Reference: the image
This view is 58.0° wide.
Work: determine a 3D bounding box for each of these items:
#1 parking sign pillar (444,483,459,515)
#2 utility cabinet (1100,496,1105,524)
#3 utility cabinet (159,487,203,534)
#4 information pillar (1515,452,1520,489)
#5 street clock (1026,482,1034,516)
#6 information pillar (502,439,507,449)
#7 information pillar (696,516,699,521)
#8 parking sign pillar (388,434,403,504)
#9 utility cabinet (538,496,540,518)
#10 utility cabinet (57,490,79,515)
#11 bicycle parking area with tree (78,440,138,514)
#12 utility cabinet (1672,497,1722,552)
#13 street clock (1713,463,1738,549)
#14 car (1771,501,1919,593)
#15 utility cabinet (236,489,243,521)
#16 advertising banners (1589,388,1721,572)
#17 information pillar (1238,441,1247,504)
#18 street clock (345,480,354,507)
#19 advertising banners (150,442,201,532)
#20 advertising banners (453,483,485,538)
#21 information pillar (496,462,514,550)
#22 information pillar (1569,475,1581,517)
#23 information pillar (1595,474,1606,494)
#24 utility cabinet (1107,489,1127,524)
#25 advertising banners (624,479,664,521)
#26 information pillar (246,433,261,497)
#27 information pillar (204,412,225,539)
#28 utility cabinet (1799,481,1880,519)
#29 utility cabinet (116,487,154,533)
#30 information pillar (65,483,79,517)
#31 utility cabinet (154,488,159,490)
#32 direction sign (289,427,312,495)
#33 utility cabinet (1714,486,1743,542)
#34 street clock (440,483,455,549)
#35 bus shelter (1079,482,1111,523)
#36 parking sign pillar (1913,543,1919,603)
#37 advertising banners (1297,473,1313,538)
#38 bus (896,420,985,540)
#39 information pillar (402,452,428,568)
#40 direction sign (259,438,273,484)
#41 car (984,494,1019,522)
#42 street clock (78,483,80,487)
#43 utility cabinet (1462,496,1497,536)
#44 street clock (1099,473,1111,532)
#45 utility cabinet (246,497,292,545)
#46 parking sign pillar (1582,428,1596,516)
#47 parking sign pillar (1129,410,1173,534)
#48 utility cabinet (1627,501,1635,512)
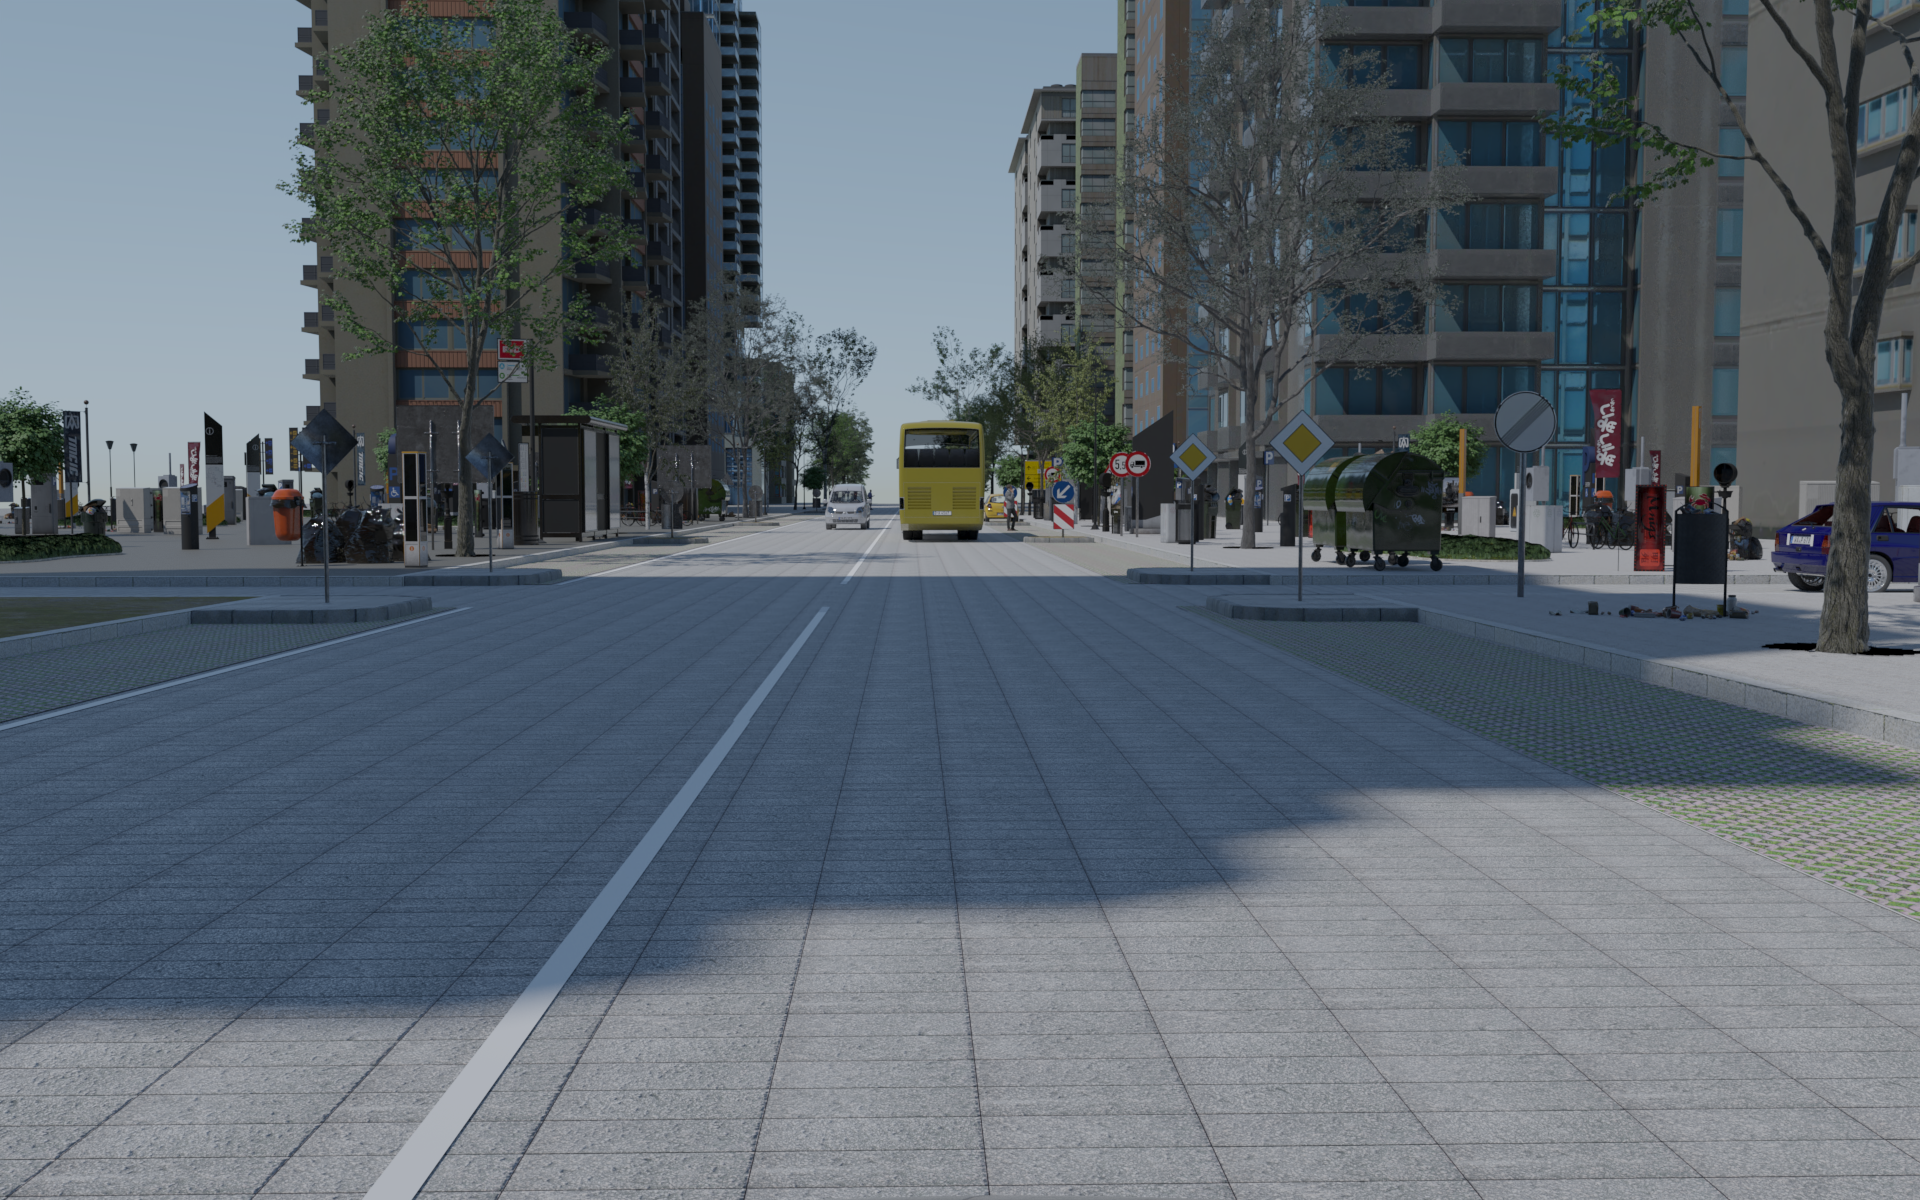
[{"bbox_3d":[-23.053,-5.538,79.017,1.447,3.967,1.447,1,4,10],"label":"parking sign pillar"},{"bbox_3d":[6.153,-3.931,75.429,0.306,1.237,1.020,0,4,5],"label":"utility cabinet"},{"bbox_3d":[-24.419,-2.796,54.392,1.173,1.500,0.318,1,4,11],"label":"utility cabinet"},{"bbox_3d":[22.126,-4.712,68.398,0.504,3.616,0.183,-2,4,-27],"label":"information pillar"},{"bbox_3d":[4.157,-6.036,103.254,0.471,2.002,0.358,0,4,7],"label":"street clock"},{"bbox_3d":[-19.395,-5.042,73.785,0.183,3.616,0.504,-2,4,-32],"label":"information pillar"},{"bbox_3d":[-12.529,-5.592,82.782,0.183,3.616,0.504,0,4,-7],"label":"information pillar"},{"bbox_3d":[-17.730,-4.077,55.130,1.447,3.967,1.447,0,4,7],"label":"parking sign pillar"},{"bbox_3d":[-18.280,-3.891,74.783,1.020,1.237,0.306,-2,4,-29],"label":"utility cabinet"},{"bbox_3d":[-44.497,-4.734,86.077,0.318,1.500,1.173,3,5,43],"label":"utility cabinet"},{"bbox_3d":[-46.211,-6.624,95.301,9.016,4.147,8.231,0,4,1],"label":"bicycle parking area with tree"},{"bbox_3d":[16.127,-1.638,37.937,0.306,1.237,1.020,-2,4,-32],"label":"utility cabinet"},{"bbox_3d":[17.791,-2.185,40.294,0.358,2.002,0.471,-3,5,-44],"label":"street clock"},{"bbox_3d":[13.963,-0.762,25.034,3.894,1.354,1.945,0,4,-3],"label":"car"},{"bbox_3d":[-33.664,-4.346,79.734,1.173,1.500,0.318,-1,4,-20],"label":"utility cabinet"},{"bbox_3d":[11.442,-1.982,28.586,2.074,3.025,0.090,1,4,12],"label":"advertising banners"},{"bbox_3d":[12.096,-5.046,73.863,0.183,3.616,0.504,-3,5,-43],"label":"information pillar"},{"bbox_3d":[-30.864,-5.083,87.679,0.358,2.002,0.471,2,4,32],"label":"street clock"},{"bbox_3d":[-26.278,-3.784,58.054,2.074,3.025,0.090,1,4,17],"label":"advertising banners"},{"bbox_3d":[-14.667,-3.383,51.494,0.090,3.025,2.074,-3,5,-42],"label":"advertising banners"},{"bbox_3d":[-10.562,-2.183,40.190,0.304,2.012,0.304,-3,5,-39],"label":"information pillar"},{"bbox_3d":[23.862,-3.836,67.214,0.304,2.012,0.304,3,5,41],"label":"information pillar"},{"bbox_3d":[21.995,-3.365,59.517,0.304,2.012,0.304,2,4,28],"label":"information pillar"},{"bbox_3d":[6.665,-3.988,73.889,0.318,1.500,1.173,-2,4,-34],"label":"utility cabinet"},{"bbox_3d":[-14.913,-5.228,81.671,2.074,3.025,0.090,-1,4,-21],"label":"advertising banners"},{"bbox_3d":[-27.030,-4.585,66.317,0.504,3.616,0.183,-2,4,-28],"label":"information pillar"},{"bbox_3d":[-21.125,-3.529,49.046,0.504,3.616,0.183,-1,4,-22],"label":"information pillar"},{"bbox_3d":[14.643,-1.235,28.866,1.173,1.500,0.318,0,4,3],"label":"utility cabinet"},{"bbox_3d":[-27.109,-2.942,56.786,1.173,1.500,0.318,1,4,21],"label":"utility cabinet"},{"bbox_3d":[-36.780,-4.910,71.638,0.504,3.616,0.183,-2,4,-27],"label":"information pillar"},{"bbox_3d":[-29.233,-3.297,62.584,0.318,1.500,1.173,3,4,36],"label":"utility cabinet"},{"bbox_3d":[-22.363,-4.085,58.783,0.876,3.537,0.379,1,4,17],"label":"direction sign"},{"bbox_3d":[20.215,-2.297,46.227,1.173,1.500,0.318,3,5,41],"label":"utility cabinet"},{"bbox_3d":[-11.975,-2.196,40.480,0.358,2.002,0.471,-1,4,-18],"label":"street clock"},{"bbox_3d":[6.319,-5.446,80.330,1.731,3.624,6.357,0,4,-2],"label":"bus shelter"},{"bbox_3d":[12.053,-1.946,20.283,1.447,3.967,1.447,-3,5,-42],"label":"parking sign pillar"},{"bbox_3d":[10.269,-3.303,50.194,0.090,3.025,2.074,-1,4,-21],"label":"advertising banners"},{"bbox_3d":[-0.694,-3.994,56.857,2.896,3.916,12.252,0,4,-2],"label":"bus"},{"bbox_3d":[-9.491,-1.571,30.176,0.304,2.012,0.304,1,4,11],"label":"information pillar"},{"bbox_3d":[-28.136,-4.769,69.975,0.876,3.537,0.379,1,4,11],"label":"direction sign"},{"bbox_3d":[2.051,-4.796,88.639,2.015,1.641,3.980,0,4,-2],"label":"car"},{"bbox_3d":[-44.694,-5.068,87.433,0.471,2.002,0.358,-2,4,-29],"label":"street clock"},{"bbox_3d":[14.917,-2.365,49.825,0.306,1.237,1.020,-2,4,-33],"label":"utility cabinet"},{"bbox_3d":[4.957,-3.315,58.767,0.471,2.002,0.358,-2,4,-29],"label":"street clock"},{"bbox_3d":[-17.469,-1.994,43.769,1.020,1.237,0.306,-2,4,-35],"label":"utility cabinet"},{"bbox_3d":[25.655,-5.005,70.301,1.447,3.967,1.447,0,4,6],"label":"parking sign pillar"},{"bbox_3d":[6.167,-4.104,55.567,1.447,3.967,1.447,0,4,2],"label":"parking sign pillar"},{"bbox_3d":[26.211,-3.434,67.311,0.306,1.237,1.020,0,4,4],"label":"utility cabinet"}]
